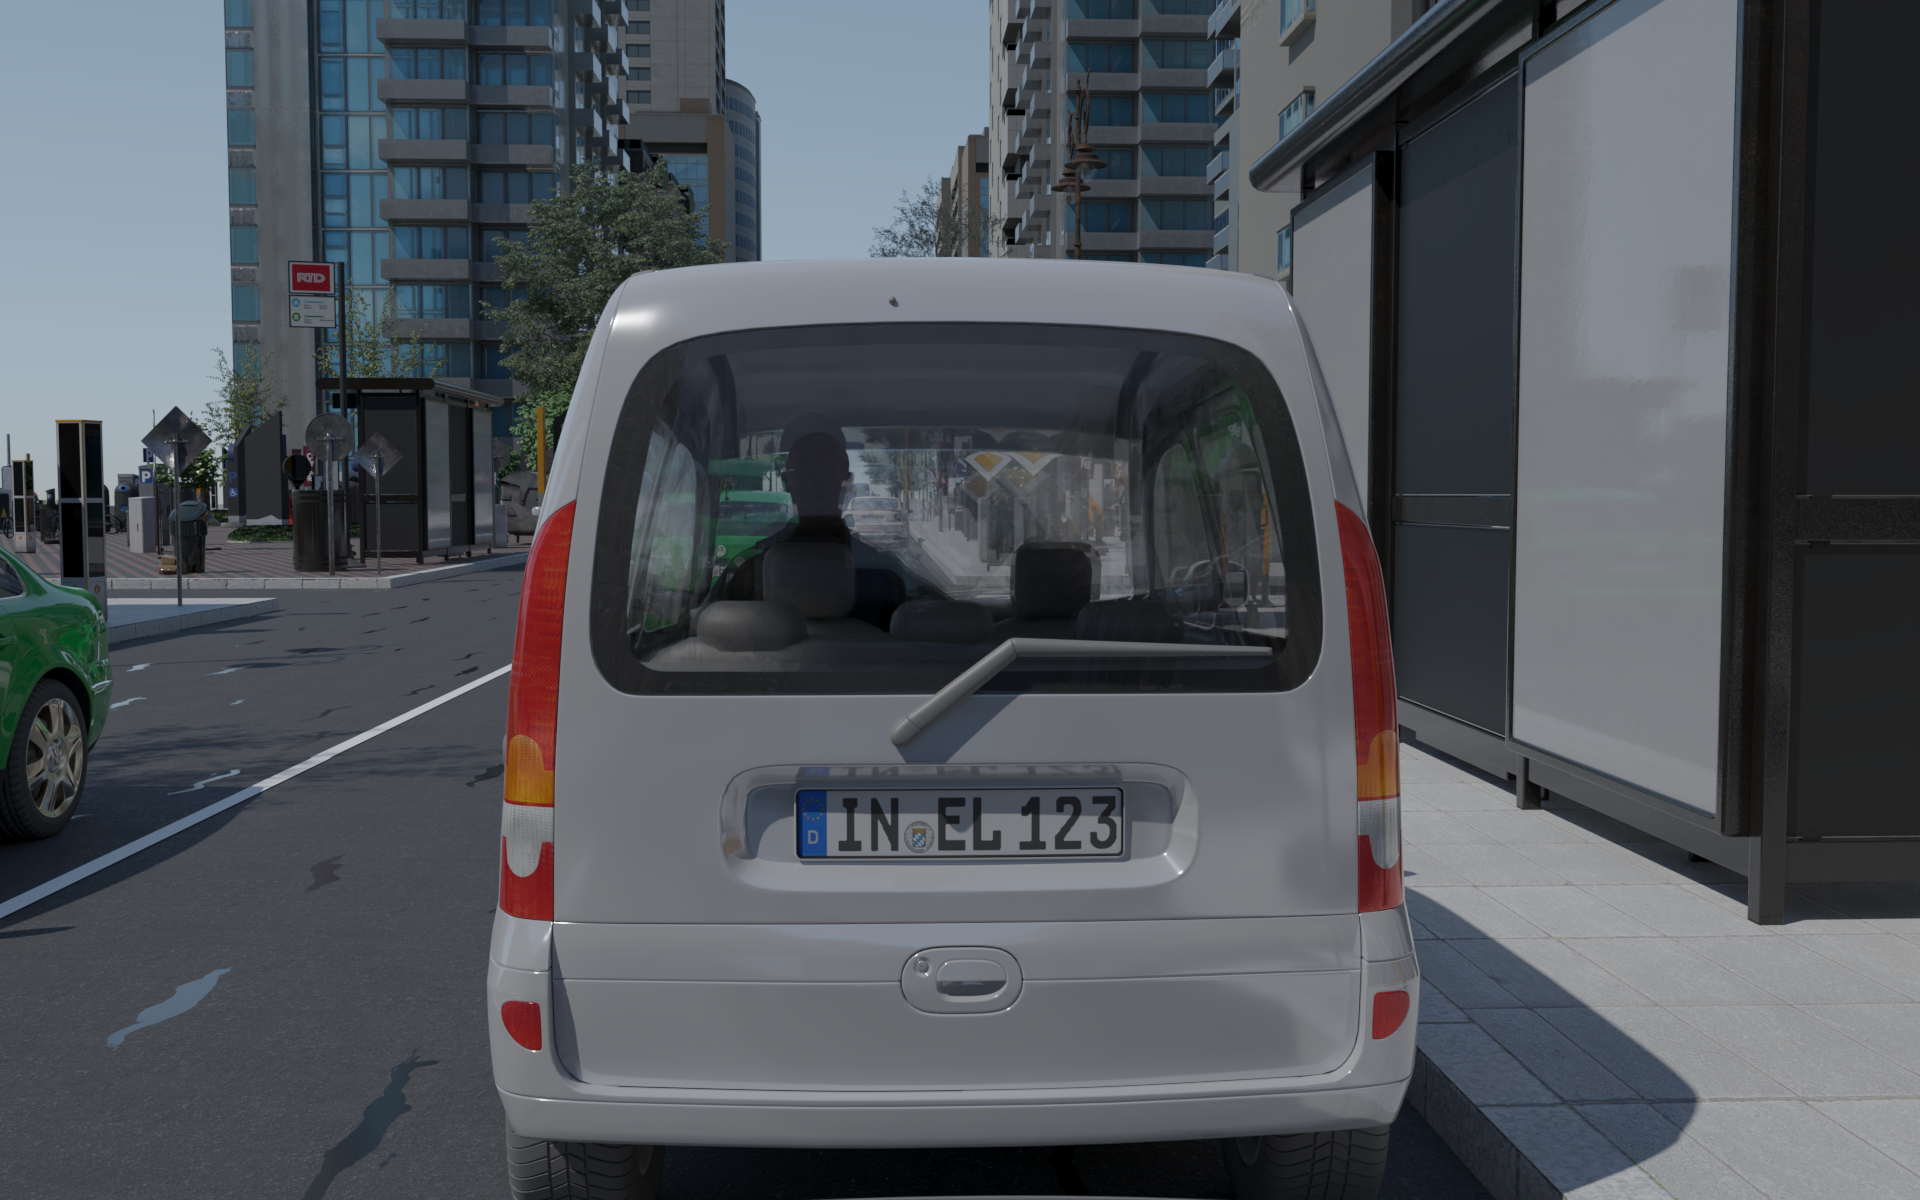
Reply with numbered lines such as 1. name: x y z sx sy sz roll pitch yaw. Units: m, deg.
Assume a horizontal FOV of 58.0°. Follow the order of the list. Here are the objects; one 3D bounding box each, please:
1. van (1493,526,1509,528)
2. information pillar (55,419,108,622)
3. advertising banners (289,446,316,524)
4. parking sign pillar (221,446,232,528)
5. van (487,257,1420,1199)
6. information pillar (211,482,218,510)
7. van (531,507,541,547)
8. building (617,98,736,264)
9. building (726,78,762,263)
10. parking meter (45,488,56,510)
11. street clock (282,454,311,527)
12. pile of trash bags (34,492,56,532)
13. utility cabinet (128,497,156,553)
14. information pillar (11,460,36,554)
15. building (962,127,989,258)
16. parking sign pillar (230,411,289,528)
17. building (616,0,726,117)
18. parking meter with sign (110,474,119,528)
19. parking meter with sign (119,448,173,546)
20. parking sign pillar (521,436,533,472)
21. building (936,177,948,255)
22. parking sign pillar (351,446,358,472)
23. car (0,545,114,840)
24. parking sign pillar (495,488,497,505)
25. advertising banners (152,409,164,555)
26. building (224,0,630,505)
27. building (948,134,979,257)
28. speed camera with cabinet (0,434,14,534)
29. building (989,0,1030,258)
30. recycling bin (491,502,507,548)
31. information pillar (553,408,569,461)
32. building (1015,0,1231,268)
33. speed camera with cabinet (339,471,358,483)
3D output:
1. van: 9.298 -1.066 24.436 4.112 2.044 2.013 0 4 -3
2. information pillar: -8.729 -0.779 17.222 0.304 2.012 0.304 1 4 11
3. advertising banners: -24.282 -4.068 62.700 2.074 3.025 0.090 0 4 -5
4. parking sign pillar: -27.446 -4.744 66.029 1.447 3.967 1.447 0 4 1
5. van: -0.082 0.139 4.740 2.013 2.044 4.112 0 4 -2
6. information pillar: -43.669 -5.929 101.438 0.304 2.012 0.304 0 4 -2
7. van: -5.951 -1.326 28.690 2.013 2.044 4.112 0 4 -2
8. building: -33.362 -33.628 199.921 14.600 45.320 14.200 0 4 -3
9. building: -39.091 -42.815 242.027 21.231 58.520 28.212 0 4 -3
10. parking meter: -38.552 -3.977 73.428 0.372 1.533 0.369 0 3 0
11. street clock: -12.096 -1.655 31.635 0.471 2.002 0.358 -2 4 -29
12. pile of trash bags: -31.562 -3.074 60.011 3.447 1.369 1.912 3 4 36
13. utility cabinet: -18.039 -1.653 38.192 0.306 1.237 1.020 -3 5 -40
14. information pillar: -20.240 -2.016 37.450 0.304 2.012 0.304 1 4 9
15. building: 7.486 -34.365 211.973 14.600 45.320 14.200 0 4 -3
16. parking sign pillar: -22.566 -4.154 56.384 1.447 3.967 1.447 1 4 13
17. building: -37.663 -47.641 217.179 20.563 71.187 20.611 0 4 -3
18. parking meter with sign: -31.523 -4.248 65.713 1.738 3.016 0.543 1 4 8
19. parking meter with sign: -20.190 -2.878 43.314 0.543 3.016 1.738 0 4 6
20. parking sign pillar: -12.908 -3.989 53.697 1.447 3.967 1.447 0 4 3
21. building: 7.583 -38.413 251.761 21.300 48.544 21.600 0 4 -3
22. parking sign pillar: -33.312 -6.558 95.698 1.447 3.967 1.447 -1 4 -23
23. car: -4.589 0.182 5.816 1.959 1.807 4.718 0 4 -3
24. parking sign pillar: -24.010 -6.032 87.091 1.447 3.967 1.447 0 4 -8
25. advertising banners: -16.985 -2.475 36.657 0.090 3.025 2.074 -1 4 -22
26. building: -34.571 -30.400 116.655 23.786 49.044 30.456 0 4 -3
27. building: 9.881 -37.080 229.961 21.300 48.544 21.600 0 4 -3
28. speed camera with cabinet: -31.099 -3.792 56.336 0.660 3.252 2.038 0 4 0
29. building: 16.866 -34.784 157.953 28.713 52.752 27.495 0 4 -3
30. recycling bin: -11.298 -1.758 41.291 0.722 1.027 0.722 2 4 28
31. information pillar: -10.561 -3.349 46.113 0.504 3.616 0.183 -1 4 -10
32. building: 15.840 -31.143 128.792 23.786 49.044 30.456 0 4 -3
33. speed camera with cabinet: -24.684 -4.532 68.429 0.660 3.252 2.038 2 4 32
